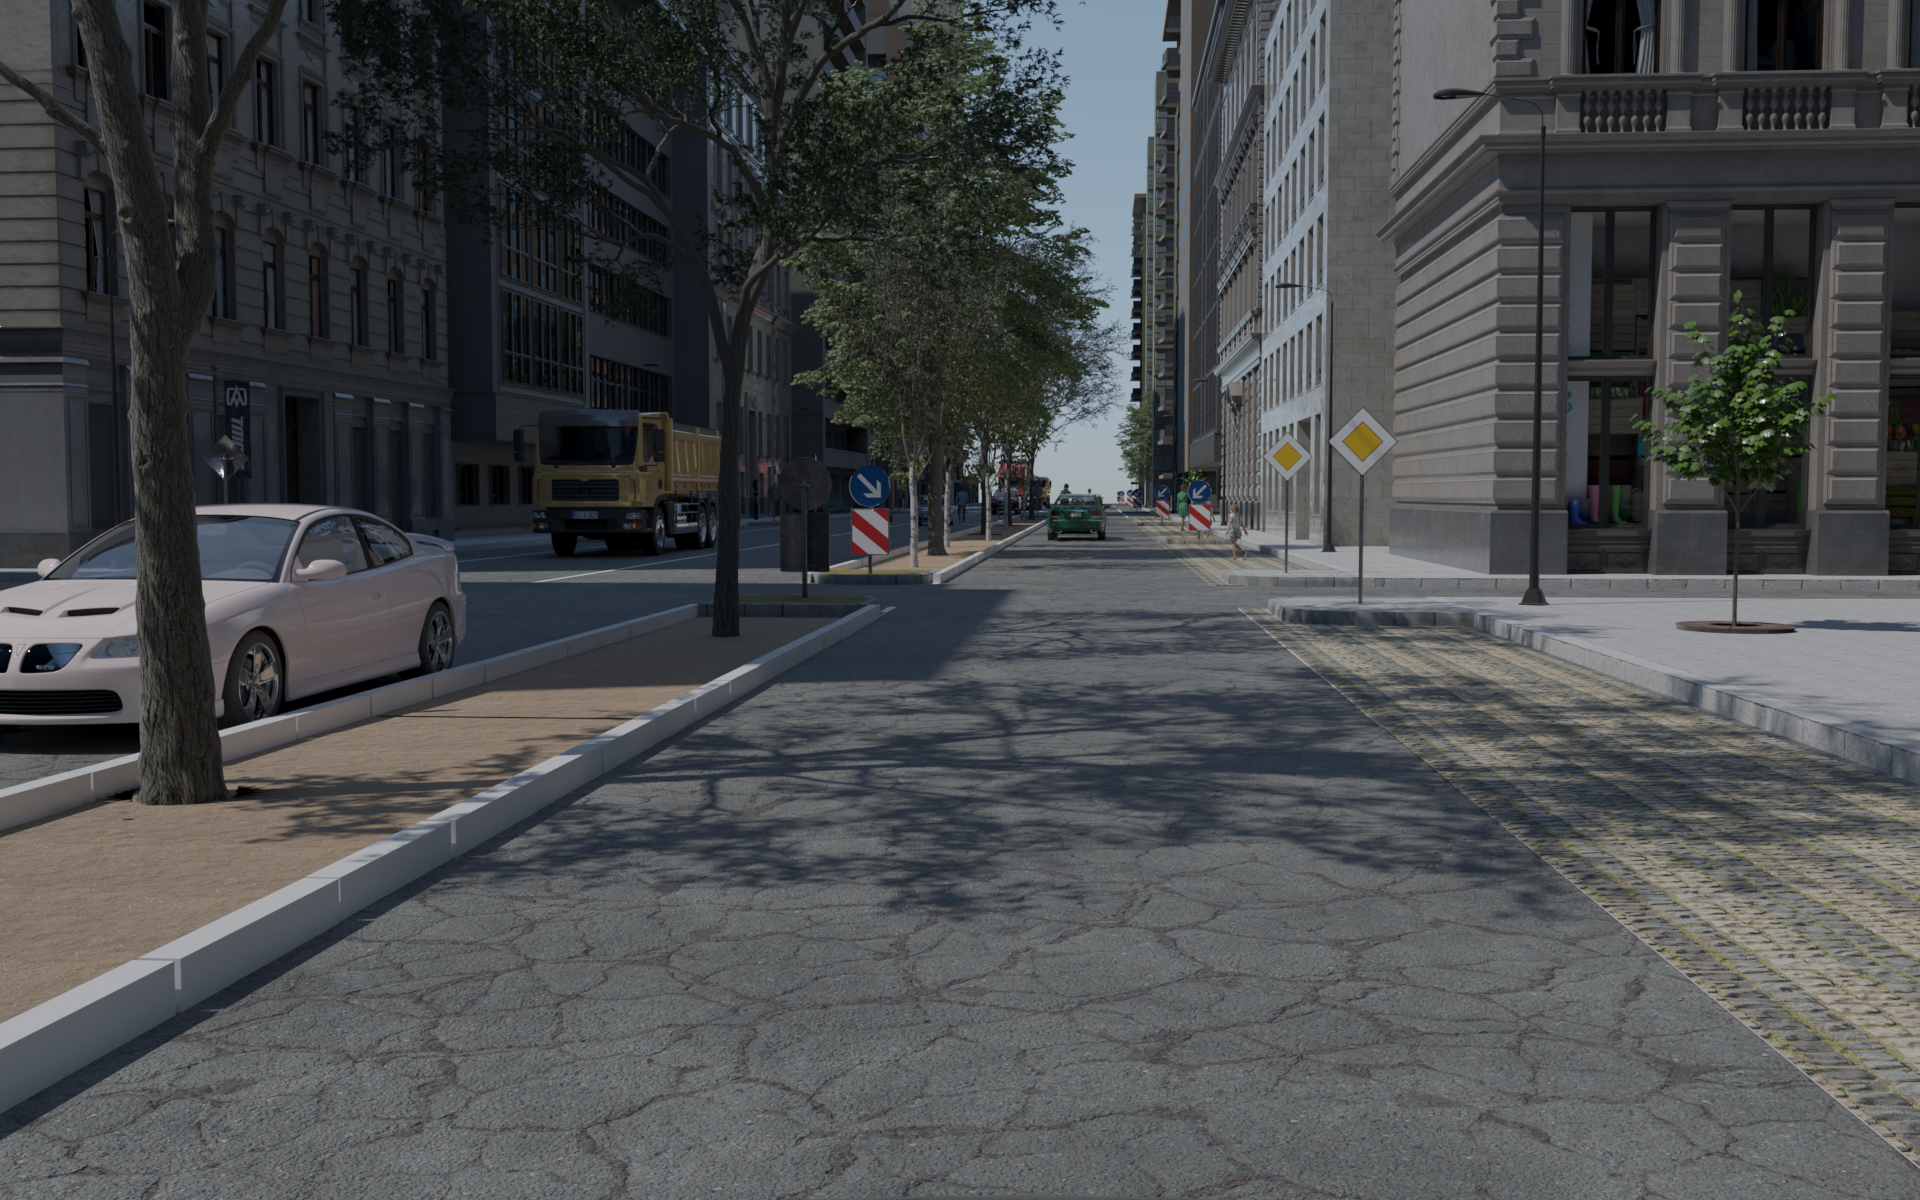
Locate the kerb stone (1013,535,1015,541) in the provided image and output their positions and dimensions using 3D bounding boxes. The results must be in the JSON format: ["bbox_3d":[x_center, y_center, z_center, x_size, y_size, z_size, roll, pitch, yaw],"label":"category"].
[{"bbox_3d":[1.465,-1.740,50.785,0.120,0.150,1.000,0,4,5],"label":"kerb stone"}]

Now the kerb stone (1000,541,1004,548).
[{"bbox_3d":[0.975,-1.373,44.650,0.120,0.150,1.000,0,4,5],"label":"kerb stone"}]

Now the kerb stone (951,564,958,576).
[{"bbox_3d":[-0.171,-0.497,30.328,0.120,0.150,1.000,0,4,5],"label":"kerb stone"}]

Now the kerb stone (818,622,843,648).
[{"bbox_3d":[-1.273,0.348,16.511,0.120,0.150,1.000,0,4,5],"label":"kerb stone"}]

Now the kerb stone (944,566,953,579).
[{"bbox_3d":[-0.256,-0.432,29.303,0.120,0.150,1.000,0,4,5],"label":"kerb stone"}]

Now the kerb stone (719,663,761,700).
[{"bbox_3d":[-1.600,0.597,12.427,0.120,0.150,1.000,0,4,5],"label":"kerb stone"}]

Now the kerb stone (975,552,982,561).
[{"bbox_3d":[0.325,-0.873,36.473,0.120,0.150,1.000,0,4,5],"label":"kerb stone"}]

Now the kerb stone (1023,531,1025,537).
[{"bbox_3d":[1.956,-2.124,56.926,0.120,0.150,1.000,0,4,5],"label":"kerb stone"}]

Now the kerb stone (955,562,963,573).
[{"bbox_3d":[-0.084,-0.556,31.350,0.120,0.150,1.000,0,4,5],"label":"kerb stone"}]

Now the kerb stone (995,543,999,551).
[{"bbox_3d":[0.820,-1.244,42.599,0.120,0.150,1.000,0,4,5],"label":"kerb stone"}]

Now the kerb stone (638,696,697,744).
[{"bbox_3d":[-1.767,0.722,10.385,0.120,0.150,1.000,0,4,5],"label":"kerb stone"}]

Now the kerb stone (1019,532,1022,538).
[{"bbox_3d":[1.788,-1.999,54.877,0.120,0.150,1.000,0,4,5],"label":"kerb stone"}]

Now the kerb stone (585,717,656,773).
[{"bbox_3d":[-1.845,0.785,9.366,0.120,0.150,1.000,0,4,5],"label":"kerb stone"}]

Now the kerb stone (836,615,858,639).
[{"bbox_3d":[-1.184,0.286,17.541,0.120,0.150,1.000,0,4,5],"label":"kerb stone"}]

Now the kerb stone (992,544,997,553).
[{"bbox_3d":[0.727,-1.185,41.576,0.120,0.150,1.000,0,4,5],"label":"kerb stone"}]

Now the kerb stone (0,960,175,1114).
[{"bbox_3d":[-2.257,1.097,4.268,0.120,0.150,1.000,0,4,5],"label":"kerb stone"}]

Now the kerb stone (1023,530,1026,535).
[{"bbox_3d":[2.036,-2.183,57.945,0.120,0.150,1.000,0,4,5],"label":"kerb stone"}]

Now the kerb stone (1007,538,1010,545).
[{"bbox_3d":[1.218,-1.561,47.721,0.120,0.150,1.000,0,4,5],"label":"kerb stone"}]

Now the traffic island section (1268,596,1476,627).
[{"bbox_3d":[4.680,0.129,20.170,2.009,0.180,2.903,0,4,5],"label":"traffic island section"}]

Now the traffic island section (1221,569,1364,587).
[{"bbox_3d":[5.316,-0.358,28.130,2.009,0.180,2.903,0,4,5],"label":"traffic island section"}]

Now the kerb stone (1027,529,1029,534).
[{"bbox_3d":[2.206,-2.311,59.982,0.120,0.150,1.000,0,4,5],"label":"kerb stone"}]

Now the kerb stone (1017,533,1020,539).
[{"bbox_3d":[1.706,-1.934,53.852,0.120,0.150,1.000,0,4,5],"label":"kerb stone"}]

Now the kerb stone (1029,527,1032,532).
[{"bbox_3d":[2.449,-2.495,63.058,0.120,0.150,1.000,0,4,5],"label":"kerb stone"}]

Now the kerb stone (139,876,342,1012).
[{"bbox_3d":[-2.172,1.034,5.287,0.120,0.150,1.000,0,4,5],"label":"kerb stone"}]

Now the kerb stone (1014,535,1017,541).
[{"bbox_3d":[1.541,-1.804,51.804,0.120,0.150,1.000,0,4,5],"label":"kerb stone"}]

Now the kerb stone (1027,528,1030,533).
[{"bbox_3d":[2.284,-2.374,61.004,0.120,0.150,1.000,0,4,5],"label":"kerb stone"}]

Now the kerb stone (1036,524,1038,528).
[{"bbox_3d":[2.931,-2.874,69.190,0.120,0.150,1.000,0,4,5],"label":"kerb stone"}]

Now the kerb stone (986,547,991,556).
[{"bbox_3d":[0.561,-1.060,39.530,0.120,0.150,1.000,0,4,5],"label":"kerb stone"}]

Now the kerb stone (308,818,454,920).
[{"bbox_3d":[-2.097,0.973,6.306,0.120,0.150,1.000,0,4,5],"label":"kerb stone"}]

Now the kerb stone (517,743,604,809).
[{"bbox_3d":[-1.930,0.847,8.346,0.120,0.150,1.000,0,4,5],"label":"kerb stone"}]

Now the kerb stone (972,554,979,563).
[{"bbox_3d":[0.234,-0.806,35.444,0.120,0.150,1.000,0,4,5],"label":"kerb stone"}]

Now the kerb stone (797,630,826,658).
[{"bbox_3d":[-1.360,0.410,15.493,0.120,0.150,1.000,0,4,5],"label":"kerb stone"}]

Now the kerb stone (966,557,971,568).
[{"bbox_3d":[0.075,-0.685,33.387,0.120,0.150,1.000,0,4,5],"label":"kerb stone"}]

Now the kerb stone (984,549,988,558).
[{"bbox_3d":[0.477,-0.995,38.512,0.120,0.150,1.000,0,4,5],"label":"kerb stone"}]

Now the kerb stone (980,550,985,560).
[{"bbox_3d":[0.400,-0.935,37.492,0.120,0.150,1.000,0,4,5],"label":"kerb stone"}]

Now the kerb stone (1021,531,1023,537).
[{"bbox_3d":[1.873,-2.060,55.895,0.120,0.150,1.000,0,4,5],"label":"kerb stone"}]

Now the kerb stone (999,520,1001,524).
[{"bbox_3d":[1.660,-3.507,79.540,0.120,0.150,1.000,0,4,5],"label":"kerb stone"}]

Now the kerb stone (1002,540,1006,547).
[{"bbox_3d":[1.055,-1.436,45.671,0.120,0.150,1.000,0,4,5],"label":"kerb stone"}]

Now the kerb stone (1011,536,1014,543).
[{"bbox_3d":[1.384,-1.685,49.765,0.120,0.150,1.000,0,4,5],"label":"kerb stone"}]

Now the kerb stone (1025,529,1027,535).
[{"bbox_3d":[2.125,-2.249,58.963,0.120,0.150,1.000,0,4,5],"label":"kerb stone"}]

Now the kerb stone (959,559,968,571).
[{"bbox_3d":[-0.002,-0.622,32.368,0.120,0.150,1.000,0,4,5],"label":"kerb stone"}]

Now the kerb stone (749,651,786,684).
[{"bbox_3d":[-1.524,0.535,13.447,0.120,0.150,1.000,0,4,5],"label":"kerb stone"}]

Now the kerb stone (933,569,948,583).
[{"bbox_3d":[-0.335,-0.372,28.281,0.120,0.150,1.000,0,4,5],"label":"kerb stone"}]

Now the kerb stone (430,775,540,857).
[{"bbox_3d":[-2.006,0.909,7.327,0.120,0.150,1.000,0,4,5],"label":"kerb stone"}]

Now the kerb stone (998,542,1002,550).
[{"bbox_3d":[0.899,-1.310,43.618,0.120,0.150,1.000,0,4,5],"label":"kerb stone"}]

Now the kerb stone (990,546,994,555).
[{"bbox_3d":[0.650,-1.119,40.557,0.120,0.150,1.000,0,4,5],"label":"kerb stone"}]

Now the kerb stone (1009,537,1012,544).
[{"bbox_3d":[1.302,-1.623,48.739,0.120,0.150,1.000,0,4,5],"label":"kerb stone"}]

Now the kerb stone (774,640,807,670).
[{"bbox_3d":[-1.444,0.473,14.469,0.120,0.150,1.000,0,4,5],"label":"kerb stone"}]

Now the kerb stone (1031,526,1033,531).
[{"bbox_3d":[2.527,-2.562,64.079,0.120,0.150,1.000,0,4,5],"label":"kerb stone"}]

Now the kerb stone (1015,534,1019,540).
[{"bbox_3d":[1.630,-1.874,52.830,0.120,0.150,1.000,0,4,5],"label":"kerb stone"}]

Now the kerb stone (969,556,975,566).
[{"bbox_3d":[0.157,-0.739,34.417,0.120,0.150,1.000,0,4,5],"label":"kerb stone"}]

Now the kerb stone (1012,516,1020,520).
[{"bbox_3d":[3.206,-4.695,98.951,0.120,0.150,1.000,0,4,5],"label":"kerb stone"}]

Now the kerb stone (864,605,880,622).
[{"bbox_3d":[-1.030,0.160,19.582,0.120,0.150,1.000,0,4,5],"label":"kerb stone"}]

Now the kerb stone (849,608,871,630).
[{"bbox_3d":[-1.111,0.222,18.561,0.120,0.150,1.000,0,4,5],"label":"kerb stone"}]

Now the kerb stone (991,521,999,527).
[{"bbox_3d":[1.567,-3.445,78.513,0.120,0.150,1.000,0,4,5],"label":"kerb stone"}]

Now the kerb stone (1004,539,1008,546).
[{"bbox_3d":[1.136,-1.498,46.695,0.120,0.150,1.000,0,4,5],"label":"kerb stone"}]

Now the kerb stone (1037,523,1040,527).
[{"bbox_3d":[3.102,-2.995,71.228,0.120,0.150,1.000,0,4,5],"label":"kerb stone"}]

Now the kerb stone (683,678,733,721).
[{"bbox_3d":[-1.680,0.662,11.408,0.120,0.150,1.000,0,4,5],"label":"kerb stone"}]
